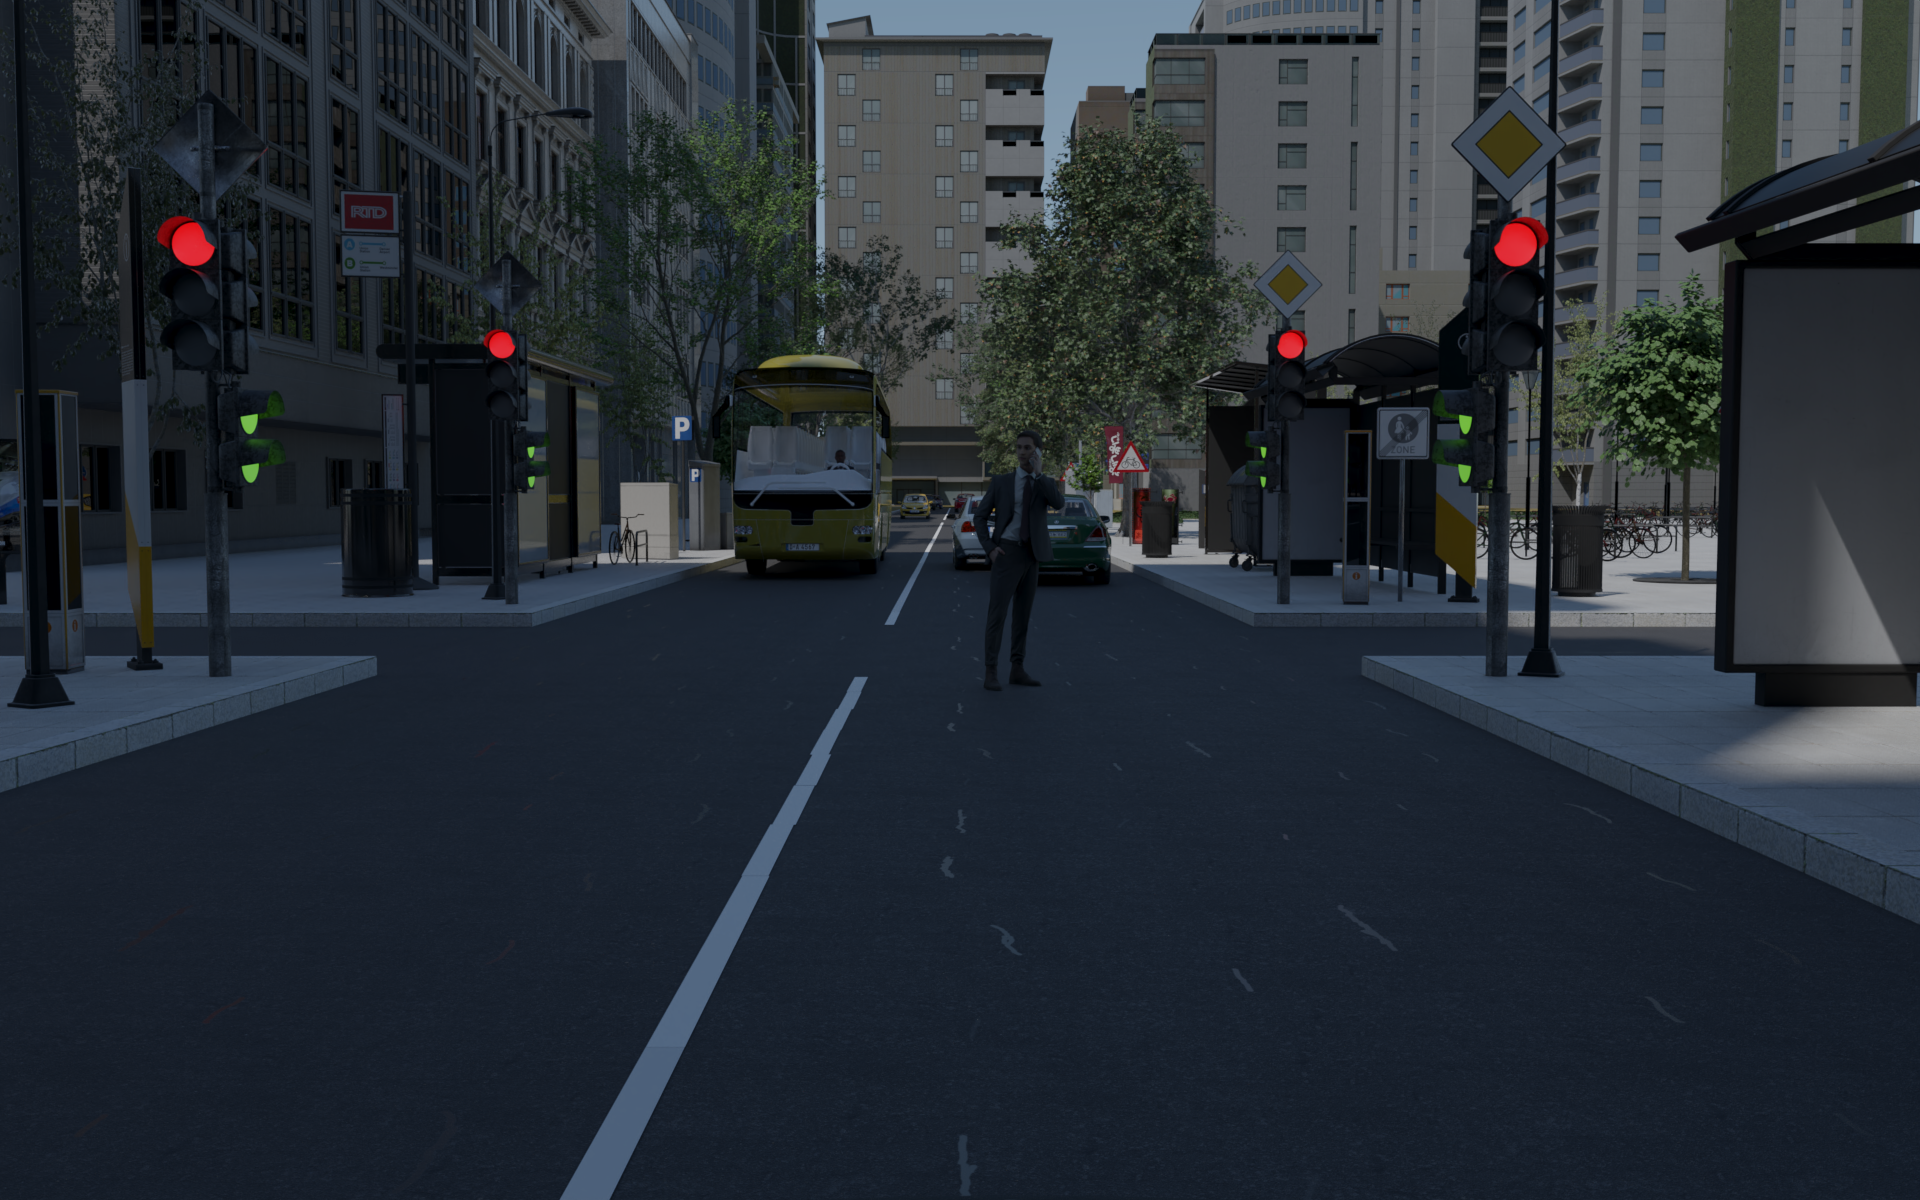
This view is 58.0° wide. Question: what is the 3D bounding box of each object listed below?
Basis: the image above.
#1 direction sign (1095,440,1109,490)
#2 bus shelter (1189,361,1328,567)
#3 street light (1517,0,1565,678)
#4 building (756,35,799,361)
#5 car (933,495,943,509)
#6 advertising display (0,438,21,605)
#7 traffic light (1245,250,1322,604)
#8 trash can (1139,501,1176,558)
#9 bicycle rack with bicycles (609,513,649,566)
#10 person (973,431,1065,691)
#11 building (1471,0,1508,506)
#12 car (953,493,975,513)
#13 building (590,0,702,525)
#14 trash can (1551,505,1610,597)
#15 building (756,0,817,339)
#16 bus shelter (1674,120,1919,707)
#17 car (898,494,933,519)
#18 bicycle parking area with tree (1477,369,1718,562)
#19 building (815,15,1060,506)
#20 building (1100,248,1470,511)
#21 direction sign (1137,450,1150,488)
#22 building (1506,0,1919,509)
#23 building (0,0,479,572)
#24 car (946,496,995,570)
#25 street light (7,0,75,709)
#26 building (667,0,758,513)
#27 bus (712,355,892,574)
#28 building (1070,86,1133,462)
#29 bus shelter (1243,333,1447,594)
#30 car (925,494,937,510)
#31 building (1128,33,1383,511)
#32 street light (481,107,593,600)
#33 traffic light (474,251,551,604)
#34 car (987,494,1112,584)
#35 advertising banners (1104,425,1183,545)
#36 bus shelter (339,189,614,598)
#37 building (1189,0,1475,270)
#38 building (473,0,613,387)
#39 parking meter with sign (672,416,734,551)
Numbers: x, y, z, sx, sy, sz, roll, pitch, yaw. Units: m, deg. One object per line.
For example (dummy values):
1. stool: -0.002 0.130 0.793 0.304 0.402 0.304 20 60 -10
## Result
1. direction sign: 5.796 -4.810 70.637 0.876 3.537 0.379 0 4 1
2. bus shelter: 5.702 -2.591 33.647 1.731 3.624 6.357 0 4 0
3. street light: 3.578 -2.419 12.098 1.470 5.913 1.316 0 3 0
4. building: -26.212 -27.805 146.498 23.993 40.220 32.217 0 3 0
5. car: -2.524 -9.252 163.842 1.945 1.354 3.894 0 4 1
6. advertising display: -11.232 -0.902 19.967 0.123 1.923 0.974 3 5 44
7. traffic light: 3.756 -1.907 20.096 0.839 4.253 0.868 0 3 0
8. trash can: 3.964 -1.419 34.846 0.748 1.137 0.748 0 3 0
9. bicycle rack with bicycles: -6.864 -1.119 31.683 2.852 0.926 2.925 0 4 -3
10. person: 0.450 -0.306 12.863 0.648 1.900 0.474 -1 4 -22
11. building: 65.431 -46.312 195.445 20.611 71.187 20.563 0 3 0
12. car: 0.491 -7.756 135.847 2.155 1.783 4.494 0 4 2
13. building: -19.739 -16.122 81.613 12.078 24.808 19.932 0 3 0
14. trash can: 7.752 -0.617 21.738 0.748 1.137 0.748 0 3 0
15. building: -27.295 -46.334 195.808 20.611 71.187 20.563 0 3 0
16. bus shelter: 5.385 -0.855 7.897 2.014 3.302 5.546 0 4 0
17. car: -2.581 -5.509 100.301 2.015 1.641 3.980 0 3 0
18. bicycle parking area with tree: 11.421 -3.096 37.616 8.231 4.147 9.016 -3 5 -42
19. building: -1.676 -37.373 200.280 27.495 52.752 28.713 0 3 0
20. building: 26.318 -18.560 148.503 27.650 21.520 28.899 0 3 0
21. direction sign: 6.094 -4.125 59.435 0.876 3.537 0.379 2 4 31
22. building: 64.983 -37.291 151.699 28.212 58.520 21.231 0 3 0
23. building: -20.950 -15.015 38.996 14.314 27.812 24.014 0 3 0
24. car: 0.734 -1.354 34.135 2.014 1.417 4.499 0 4 -1
25. street light: -5.031 -2.311 10.318 1.470 5.913 1.316 0 3 0
26. building: -24.848 -34.637 108.321 21.231 58.520 28.212 0 3 0
27. bus: -2.722 -2.617 34.336 2.896 3.916 12.252 0 4 -1
28. building: 19.818 -33.236 193.527 14.200 45.320 14.600 0 3 0
29. bus shelter: 5.457 -1.873 24.547 2.014 3.302 5.546 0 4 0
30. car: -3.005 -8.727 152.475 2.009 1.686 4.222 0 4 0
31. building: 18.792 -20.851 112.612 14.160 30.474 14.107 0 3 0
32. street light: -5.109 -2.962 20.963 1.470 5.913 1.316 0 3 0
33. traffic light: -5.206 -1.905 20.068 0.839 4.253 0.868 0 3 0
34. car: 1.493 -1.050 28.958 2.131 1.459 4.920 0 4 0
35. advertising banners: 4.646 -2.926 44.024 2.074 3.025 0.090 1 4 23
36. bus shelter: -7.085 -2.936 25.630 2.179 5.291 8.768 0 3 0
37. building: 41.018 -40.053 196.867 28.212 58.520 21.231 0 3 0
38. building: -19.654 -14.206 61.140 11.050 23.489 19.941 0 3 0
39. parking meter with sign: -5.781 -2.637 39.374 0.543 3.016 1.738 2 4 28
